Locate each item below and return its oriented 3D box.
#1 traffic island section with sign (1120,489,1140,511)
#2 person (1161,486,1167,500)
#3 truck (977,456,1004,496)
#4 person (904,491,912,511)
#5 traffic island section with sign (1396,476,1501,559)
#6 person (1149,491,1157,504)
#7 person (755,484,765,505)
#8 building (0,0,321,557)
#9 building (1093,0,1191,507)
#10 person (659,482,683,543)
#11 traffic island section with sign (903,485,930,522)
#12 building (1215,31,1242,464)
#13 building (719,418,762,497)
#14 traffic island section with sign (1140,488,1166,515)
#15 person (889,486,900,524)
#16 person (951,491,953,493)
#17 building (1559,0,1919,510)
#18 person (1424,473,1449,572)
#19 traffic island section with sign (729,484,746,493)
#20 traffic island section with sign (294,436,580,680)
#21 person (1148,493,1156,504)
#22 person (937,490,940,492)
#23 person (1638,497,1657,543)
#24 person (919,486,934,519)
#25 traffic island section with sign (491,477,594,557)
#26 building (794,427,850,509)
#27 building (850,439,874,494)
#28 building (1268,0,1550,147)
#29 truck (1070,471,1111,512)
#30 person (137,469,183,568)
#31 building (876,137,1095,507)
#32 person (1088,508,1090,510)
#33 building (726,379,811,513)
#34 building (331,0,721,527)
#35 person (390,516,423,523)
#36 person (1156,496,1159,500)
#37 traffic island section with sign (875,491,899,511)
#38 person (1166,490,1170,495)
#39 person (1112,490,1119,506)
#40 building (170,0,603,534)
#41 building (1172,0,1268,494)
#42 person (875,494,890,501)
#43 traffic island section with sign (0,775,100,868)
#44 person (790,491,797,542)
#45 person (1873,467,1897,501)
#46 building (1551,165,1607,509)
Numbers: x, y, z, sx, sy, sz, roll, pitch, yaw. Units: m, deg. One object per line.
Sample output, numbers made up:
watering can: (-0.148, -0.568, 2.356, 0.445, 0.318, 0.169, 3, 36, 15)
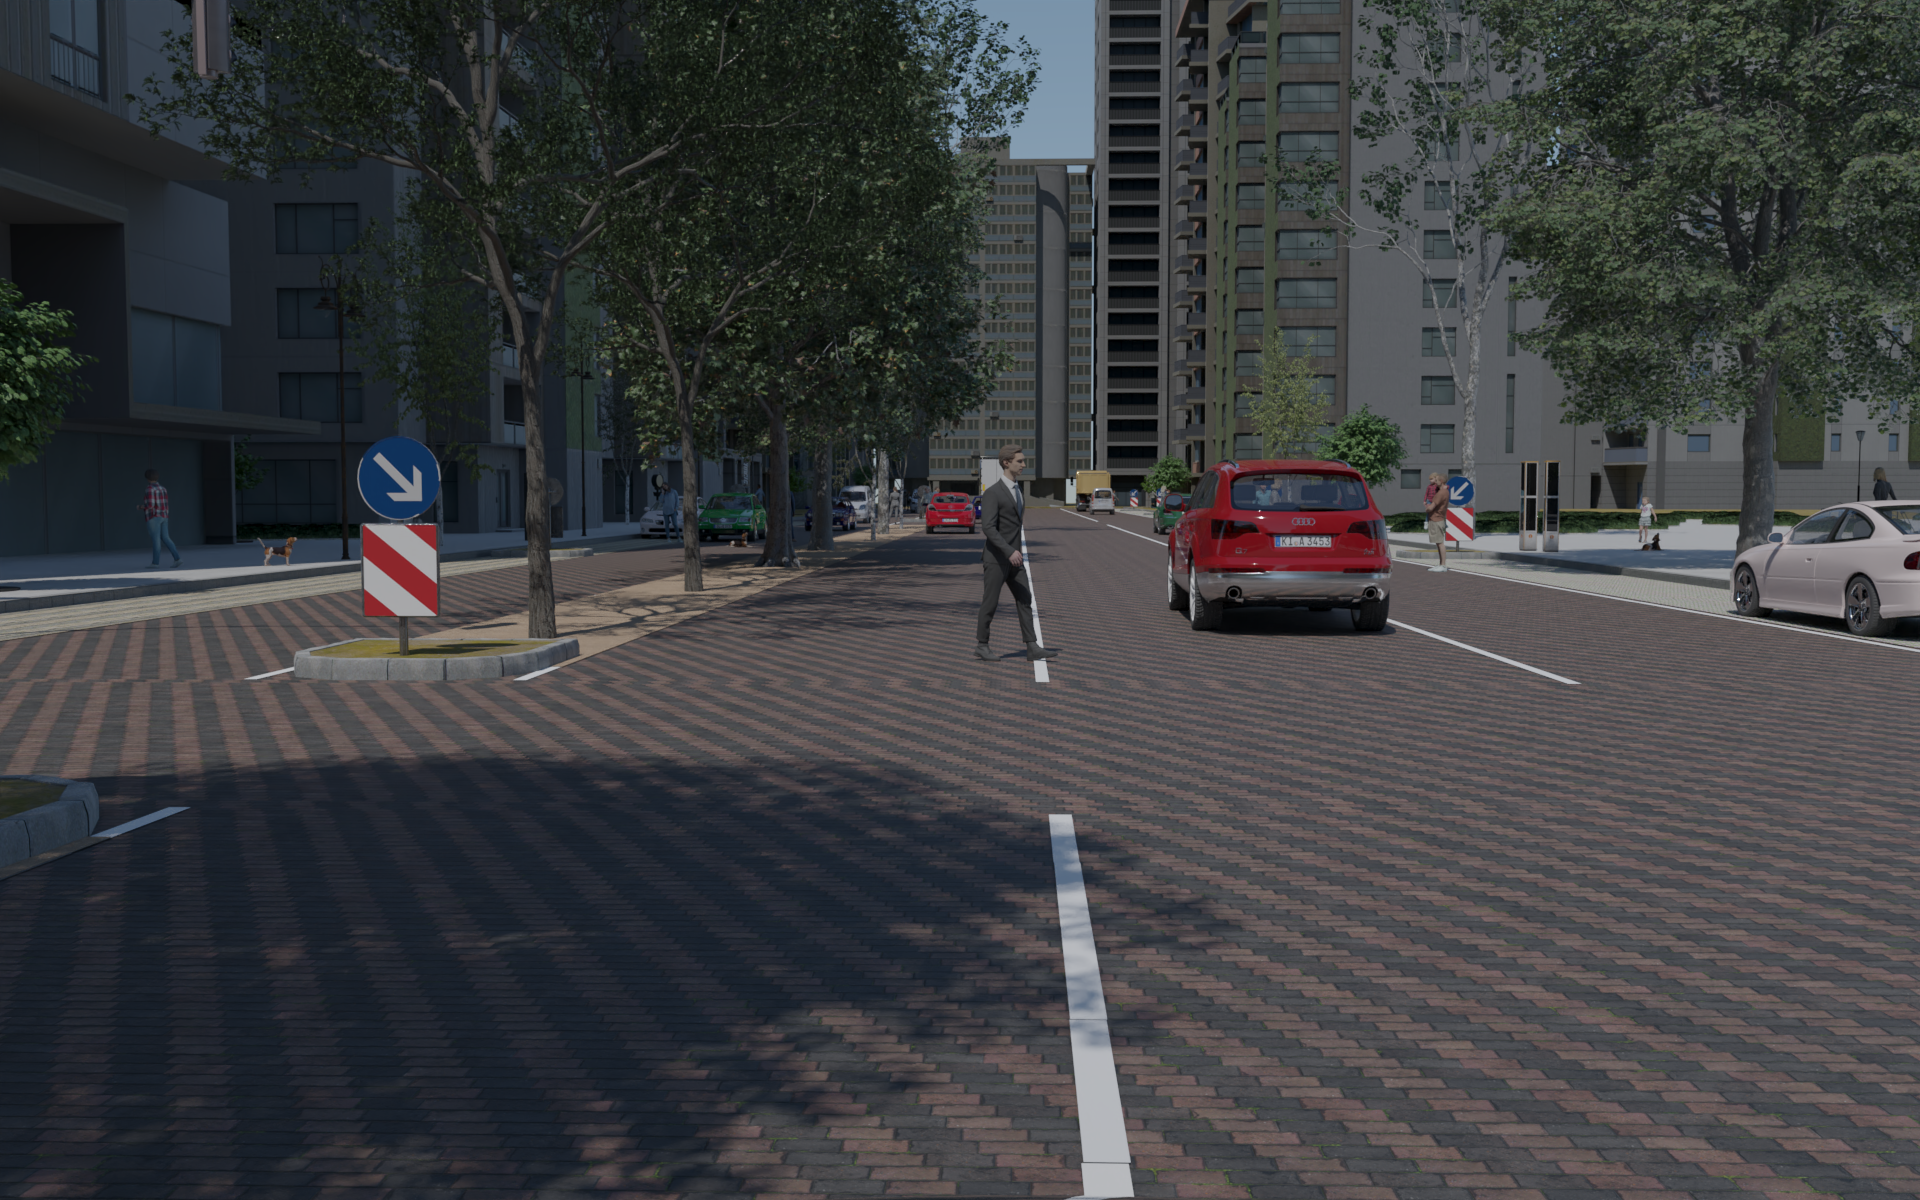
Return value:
traffic island section with sign: (14.328, -8.290, 144.168, 1.989, 1.847, 2.006, 0, 4, 2)
person: (9.138, -4.182, 77.064, 0.526, 1.800, 0.537, 1, 4, 16)
truck: (2.750, -8.802, 132.833, 2.839, 4.237, 11.283, 0, 4, 1)
person: (-4.366, -8.452, 147.410, 1.217, 1.735, 0.721, 1, 4, 21)
traffic island section with sign: (10.852, -1.841, 38.722, 1.989, 1.847, 2.006, 0, 4, 2)
person: (17.335, -9.072, 155.163, 0.721, 1.735, 1.217, -3, 5, -39)
person: (-11.119, -5.486, 95.721, 0.705, 1.826, 1.348, 2, 4, 29)
building: (-29.995, -26.913, 29.267, 28.713, 52.752, 27.495, 0, 4, 2)
building: (24.792, -45.552, 183.026, 20.611, 71.187, 20.563, 0, 4, 2)
person: (-8.529, -2.591, 51.128, 0.793, 1.790, 0.793, -2, 4, -27)
traffic island section with sign: (-1.920, -4.968, 89.370, 2.006, 1.907, 1.989, 0, 4, 2)
building: (24.098, -20.812, 111.980, 14.160, 30.474, 14.107, 0, 4, 2)
building: (-22.395, -40.426, 99.219, 20.563, 71.187, 20.611, 0, 4, 2)
traffic island section with sign: (13.428, -6.633, 117.072, 1.989, 1.847, 2.006, 0, 4, 2)
person: (-3.136, -4.481, 82.034, 0.520, 1.790, 0.573, -2, 4, -27)
person: (-0.784, -9.441, 163.679, 1.217, 1.723, 0.721, -1, 4, -14)
building: (69.443, -37.219, 150.523, 28.212, 58.520, 21.231, 0, 4, 2)
person: (8.845, -1.444, 32.076, 0.573, 1.828, 0.580, -2, 4, -32)
traffic island section with sign: (-8.642, -3.578, 67.128, 1.989, 1.847, 2.006, 0, 4, 2)
traffic island section with sign: (-4.386, -0.375, 14.271, 2.006, 1.907, 1.989, 0, 4, 2)
person: (18.530, -9.711, 165.543, 1.217, 1.735, 0.721, 1, 4, 18)
person: (-1.109, -5.107, 92.789, 0.721, 1.735, 1.217, 1, 4, 21)
person: (18.059, -2.106, 45.489, 0.505, 1.210, 0.382, 3, 5, 41)
person: (-1.424, -4.036, 74.982, 0.782, 1.767, 0.515, 1, 4, 22)
traffic island section with sign: (-9.544, -1.911, 39.874, 1.989, 1.847, 2.006, 0, 4, 2)
building: (-26.369, -51.363, 152.461, 31.000, 86.520, 22.319, 0, 4, 2)
building: (-23.567, -39.361, 185.558, 28.212, 58.520, 21.231, 0, 4, 2)
building: (23.846, -19.898, 97.036, 14.160, 30.474, 14.107, 0, 4, 2)
truck: (10.879, -8.968, 142.545, 3.469, 3.379, 9.791, 0, 4, 3)
person: (-13.843, -1.409, 29.921, 0.643, 1.720, 0.563, 0, 4, 7)
building: (2.711, -30.529, 191.033, 23.993, 40.220, 32.217, 0, 4, 2)
person: (11.718, -8.968, 155.653, 0.617, 1.759, 0.750, 0, 4, -6)
building: (-22.720, -28.753, 124.742, 22.147, 44.769, 28.867, 0, 4, 2)
building: (-19.455, -24.296, 80.833, 14.154, 41.232, 14.086, 0, 4, 2)
person: (-12.862, -2.073, 40.286, 0.624, 1.780, 0.694, 3, 4, 36)
person: (16.351, -8.092, 141.570, 0.599, 1.433, 0.991, -3, 5, -39)
traffic island section with sign: (-6.101, -8.299, 144.316, 1.989, 1.847, 2.006, 0, 4, 2)
person: (18.153, -8.785, 150.482, 0.445, 1.727, 0.742, -2, 4, -24)
person: (12.207, -7.789, 136.641, 0.721, 1.735, 1.217, 2, 4, 31)
building: (-20.833, -22.904, 58.070, 14.154, 41.232, 14.086, 0, 4, 2)
building: (29.750, -30.120, 147.088, 22.147, 44.769, 28.867, 0, 4, 2)
person: (-5.910, -7.399, 129.549, 1.350, 1.814, 0.705, 0, 4, -2)
traffic island section with sign: (-4.639, 0.078, 6.869, 2.006, 1.907, 1.989, 0, 4, 2)
person: (-5.219, -2.647, 51.969, 0.721, 1.800, 0.419, -1, 4, -15)
person: (18.119, -1.658, 33.368, 1.509, 1.804, 0.699, 0, 3, 0)
building: (48.386, -23.434, 154.840, 14.107, 30.474, 14.160, 0, 4, 2)
